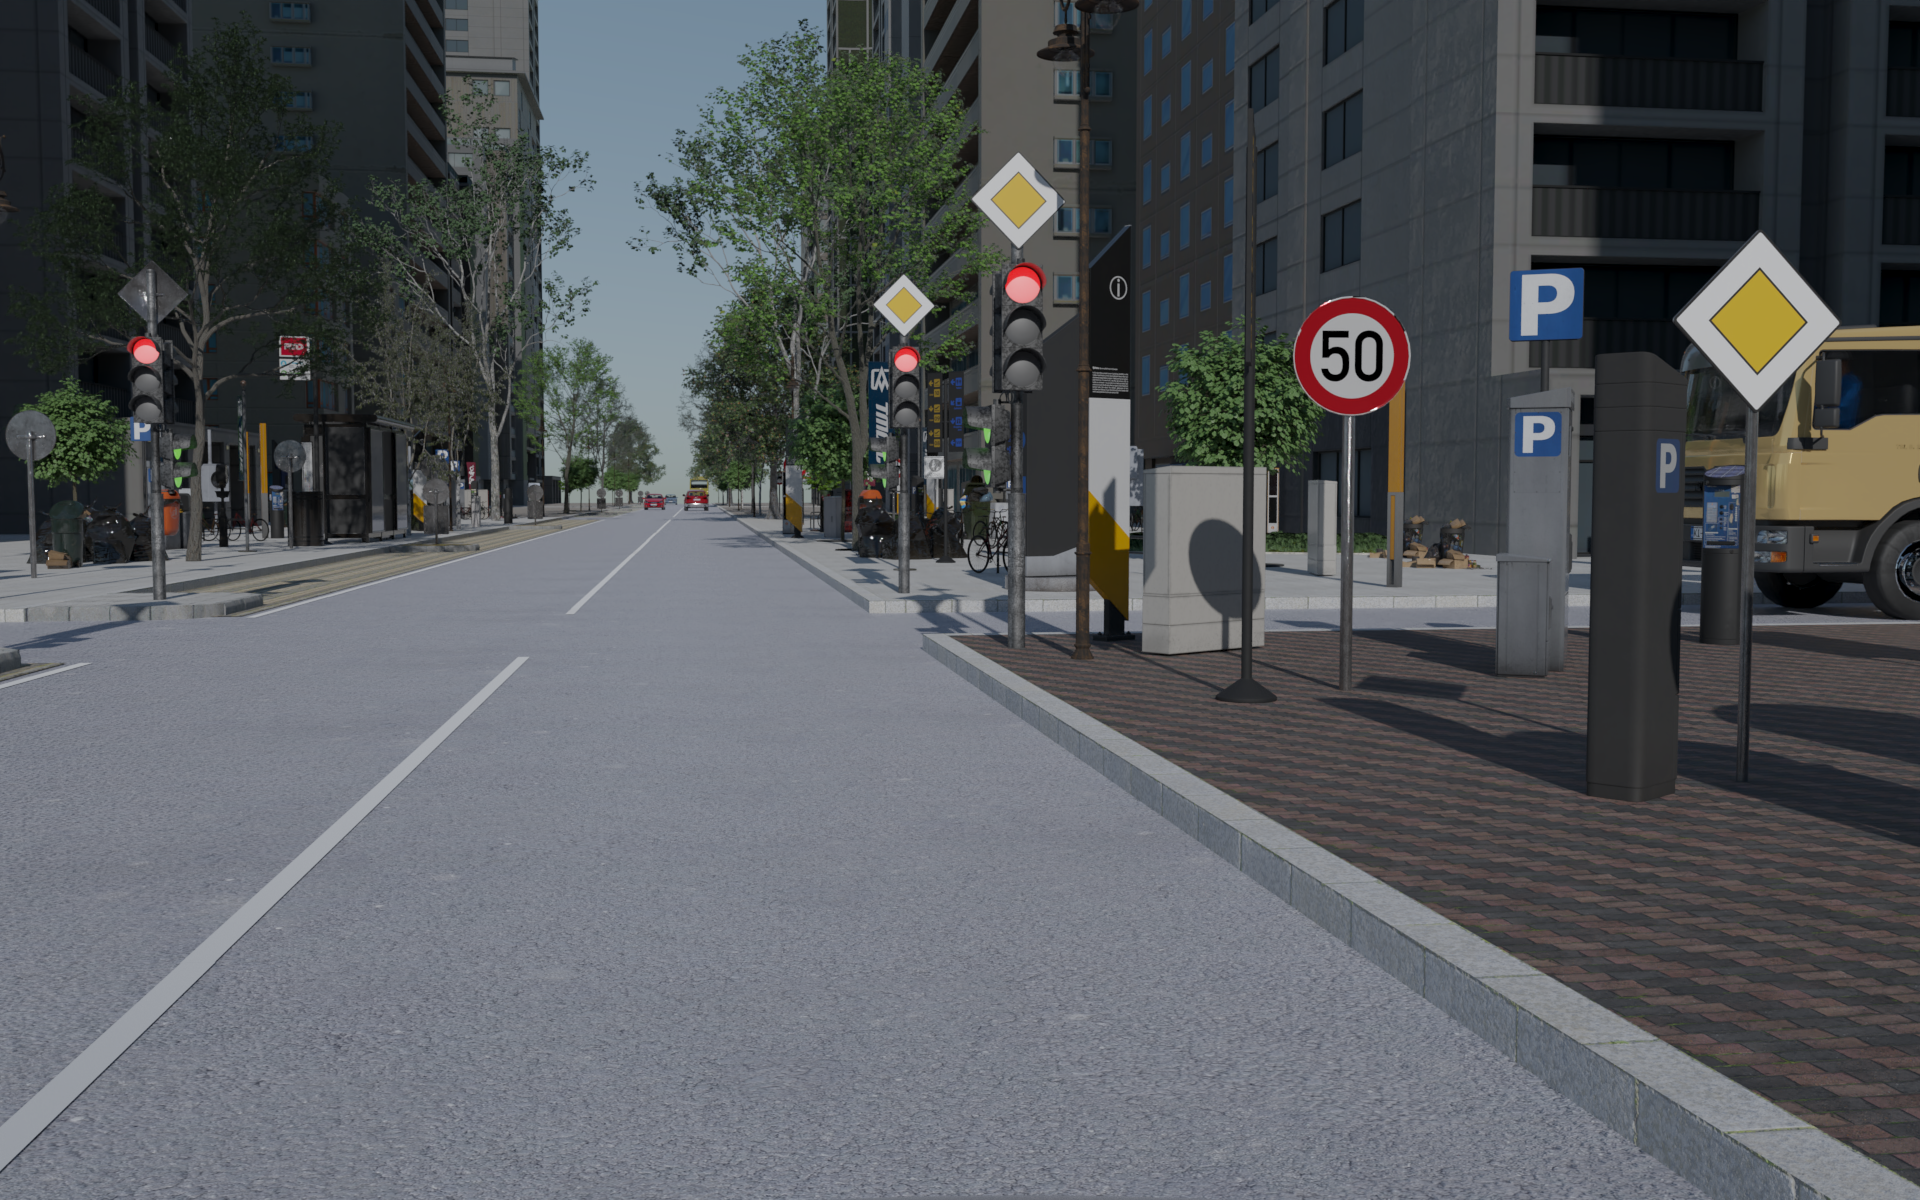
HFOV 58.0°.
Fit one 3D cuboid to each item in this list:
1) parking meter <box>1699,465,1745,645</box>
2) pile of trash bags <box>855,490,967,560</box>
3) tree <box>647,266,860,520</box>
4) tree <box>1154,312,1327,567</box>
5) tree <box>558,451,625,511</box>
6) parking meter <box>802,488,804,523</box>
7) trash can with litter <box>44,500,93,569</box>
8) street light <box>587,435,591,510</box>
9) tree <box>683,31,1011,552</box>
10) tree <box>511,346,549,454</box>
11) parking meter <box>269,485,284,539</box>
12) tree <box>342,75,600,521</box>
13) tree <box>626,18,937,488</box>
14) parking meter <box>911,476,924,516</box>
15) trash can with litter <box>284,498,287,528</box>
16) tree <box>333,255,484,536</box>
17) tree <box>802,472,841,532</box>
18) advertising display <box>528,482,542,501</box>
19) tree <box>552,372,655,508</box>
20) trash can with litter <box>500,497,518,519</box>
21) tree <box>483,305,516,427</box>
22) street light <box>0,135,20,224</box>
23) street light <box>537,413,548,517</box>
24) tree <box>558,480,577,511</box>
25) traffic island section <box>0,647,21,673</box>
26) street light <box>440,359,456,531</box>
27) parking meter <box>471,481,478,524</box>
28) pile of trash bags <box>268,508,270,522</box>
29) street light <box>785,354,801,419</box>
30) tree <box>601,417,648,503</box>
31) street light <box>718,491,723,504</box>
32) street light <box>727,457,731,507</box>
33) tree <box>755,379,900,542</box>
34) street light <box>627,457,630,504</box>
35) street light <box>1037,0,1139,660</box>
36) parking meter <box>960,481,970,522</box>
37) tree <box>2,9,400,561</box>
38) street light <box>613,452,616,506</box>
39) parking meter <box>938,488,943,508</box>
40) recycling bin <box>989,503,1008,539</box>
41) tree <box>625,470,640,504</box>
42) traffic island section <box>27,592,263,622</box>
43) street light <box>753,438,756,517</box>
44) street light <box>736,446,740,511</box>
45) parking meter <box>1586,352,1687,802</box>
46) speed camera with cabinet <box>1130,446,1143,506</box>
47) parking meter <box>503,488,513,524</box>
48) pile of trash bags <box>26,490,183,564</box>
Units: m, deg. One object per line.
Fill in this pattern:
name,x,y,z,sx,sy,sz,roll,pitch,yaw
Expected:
parking meter,6.561,-0.394,14.850,0.372,1.533,0.369,0,3,0
pile of trash bags,-1.283,-1.574,35.485,1.912,1.369,3.447,-2,4,-27
tree,-9.371,-10.411,87.231,9.611,12.733,9.660,0,3,0
tree,5.008,-2.877,30.759,4.285,4.588,4.351,0,3,0
tree,-28.111,-8.829,128.062,4.285,4.588,4.351,0,3,0
parking meter,-6.780,-3.962,73.192,0.372,1.533,0.369,0,3,0
trash can with litter,-15.459,-1.138,30.000,0.624,1.170,1.055,-1,4,-15
street light,-29.114,-9.973,135.853,0.468,5.910,1.993,-1,4,-9
tree,-2.318,-6.923,38.951,9.928,11.665,9.643,0,3,0
tree,-25.667,-11.471,113.298,9.928,11.665,9.643,0,3,0
parking meter,-19.721,-2.544,50.005,0.372,1.533,0.369,0,3,0
tree,-23.046,-13.784,81.263,12.611,20.169,13.585,0,3,0
tree,-7.417,-13.205,71.793,12.611,20.169,13.585,0,3,0
parking meter,-1.327,-2.986,54.526,0.255,1.863,0.399,-2,4,-35
trash can with litter,-25.801,-3.346,66.096,1.055,1.170,0.624,0,4,3
tree,-17.006,-6.284,53.113,4.360,8.622,3.978,0,3,0
tree,-4.799,-3.973,59.552,1.663,3.219,1.824,0,3,0
advertising display,-23.302,-5.490,94.971,0.974,1.923,0.123,2,4,34
tree,-34.250,-15.580,165.103,12.009,13.543,11.850,0,3,0
trash can with litter,-24.218,-4.902,91.208,2.233,1.210,1.678,-1,4,-11
tree,-18.198,-6.870,62.683,4.360,8.622,3.978,0,3,0
street light,-11.817,-2.942,20.889,0.468,5.910,1.993,-1,4,-9
street light,-23.405,-7.608,97.185,0.468,5.910,1.993,-1,4,-9
tree,-29.987,-8.422,132.300,1.663,3.219,1.824,0,3,0
traffic island section,-8.544,0.559,13.144,2.009,0.180,2.903,-1,4,-9
street light,-17.522,-5.301,59.454,0.468,5.910,1.993,-1,4,-9
parking meter,-20.829,-4.198,74.346,0.255,1.863,0.399,0,4,-3
pile of trash bags,-31.850,-4.248,79.204,3.447,1.369,1.912,-2,4,-24
street light,-5.512,-5.161,57.174,0.468,5.910,1.993,-1,4,-9
tree,-47.810,-20.450,251.367,9.611,12.733,9.660,0,3,0
street light,-35.339,-17.169,253.493,0.468,5.910,1.993,-1,4,-9
street light,-22.822,-12.142,171.308,0.468,5.910,1.993,-1,4,-9
tree,-3.153,-3.853,46.716,4.285,4.588,4.351,0,3,0
street light,-41.526,-14.945,217.131,0.468,5.910,1.993,-1,4,-9
street light,0.955,-2.479,13.321,0.468,5.910,1.993,-1,4,-9
parking meter,0.232,-4.238,75.008,0.399,1.863,0.255,1,4,10
tree,-14.304,-6.020,32.844,7.601,10.594,8.767,-1,4,-20
street light,-35.659,-12.598,178.758,0.468,5.910,1.993,-1,4,-9
parking meter,-0.890,-3.977,73.443,0.372,1.533,0.369,0,3,0
recycling bin,1.165,-2.286,49.936,0.722,1.027,0.722,-2,4,-30
tree,-39.134,-12.956,195.549,4.285,4.588,4.351,0,3,0
traffic island section,-9.739,0.076,21.040,2.009,0.180,2.903,-1,4,-9
street light,-11.457,-7.555,96.307,0.468,5.910,1.993,-1,4,-9
street light,-16.966,-9.774,132.596,0.468,5.910,1.993,-1,4,-9
parking meter,2.875,-0.101,7.357,0.399,1.863,0.255,-3,5,-44
speed camera with cabinet,3.774,-2.411,33.753,2.038,3.252,0.660,-1,4,-20
parking meter,-19.550,-4.068,74.921,0.372,1.533,0.369,0,3,0
pile of trash bags,-16.124,-1.441,33.308,1.912,1.369,3.447,1,4,8
